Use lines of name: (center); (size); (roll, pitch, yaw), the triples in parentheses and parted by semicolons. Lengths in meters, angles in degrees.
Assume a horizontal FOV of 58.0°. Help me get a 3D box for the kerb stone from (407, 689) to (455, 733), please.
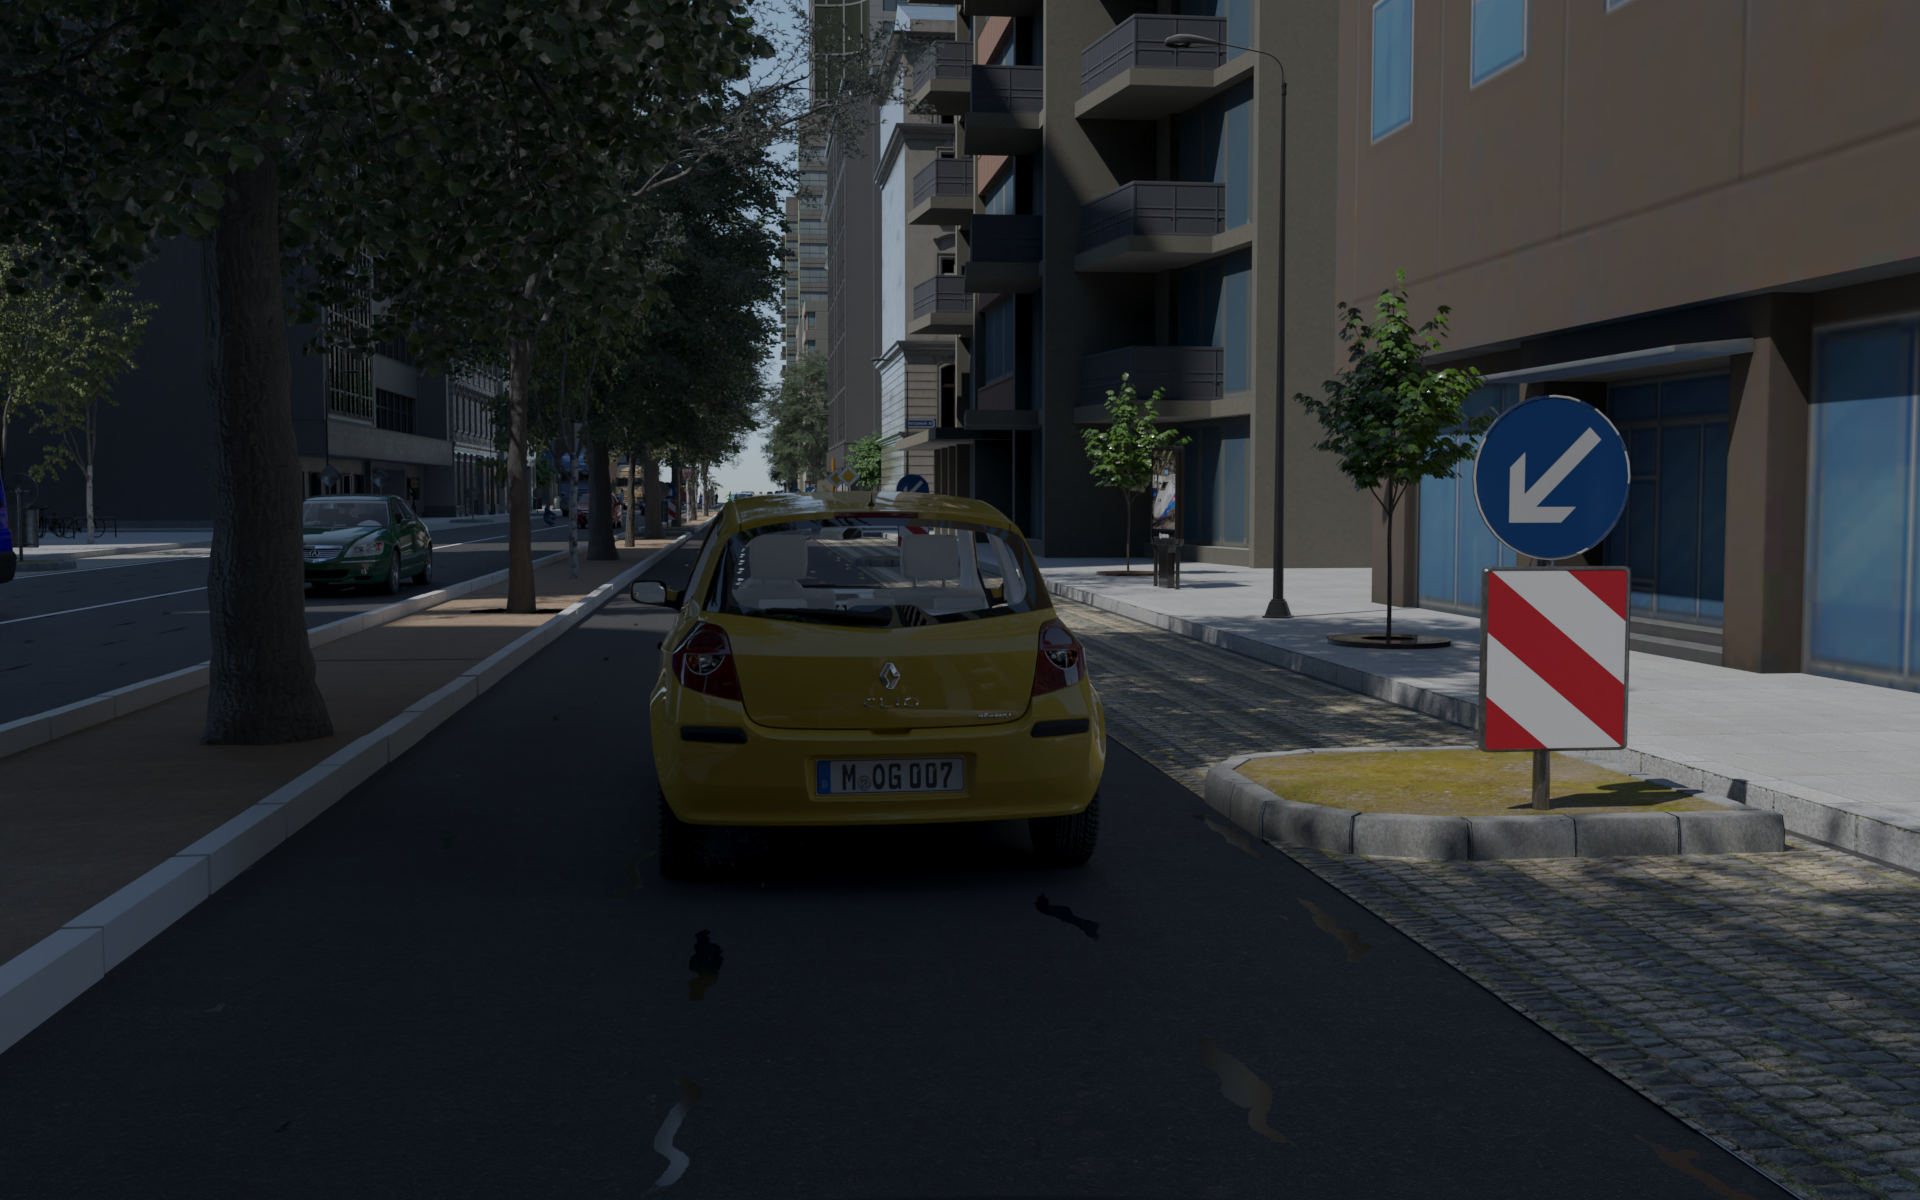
kerb stone: (-3.296, 0.701, 10.747); (0.120, 0.150, 1.000); (0, 4, -7)

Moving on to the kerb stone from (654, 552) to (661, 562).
kerb stone: (-6.402, -0.857, 36.215); (0.120, 0.150, 1.000); (0, 4, -7)

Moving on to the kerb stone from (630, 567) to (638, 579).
kerb stone: (-5.543, -0.421, 29.100); (0.120, 0.150, 1.000); (0, 4, -7)

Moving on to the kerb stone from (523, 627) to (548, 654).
kerb stone: (-3.917, 0.388, 15.848); (0.120, 0.150, 1.000); (0, 4, -7)

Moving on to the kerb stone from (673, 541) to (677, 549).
kerb stone: (-7.400, -1.354, 44.357); (0.120, 0.150, 1.000); (0, 4, -7)

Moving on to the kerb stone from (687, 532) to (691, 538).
kerb stone: (-8.642, -1.978, 54.538); (0.120, 0.150, 1.000); (0, 4, -7)

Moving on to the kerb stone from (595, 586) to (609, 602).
kerb stone: (-4.791, -0.047, 22.965); (0.120, 0.150, 1.000); (0, 4, -7)

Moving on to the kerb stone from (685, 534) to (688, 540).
kerb stone: (-8.393, -1.846, 52.504); (0.120, 0.150, 1.000); (0, 4, -7)

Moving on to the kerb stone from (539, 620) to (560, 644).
kerb stone: (-4.035, 0.328, 16.873); (0.120, 0.150, 1.000); (0, 4, -7)

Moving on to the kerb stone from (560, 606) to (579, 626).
kerb stone: (-4.293, 0.205, 18.901); (0.120, 0.150, 1.000); (0, 4, -7)

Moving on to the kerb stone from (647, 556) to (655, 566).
kerb stone: (-6.154, -0.727, 34.186); (0.120, 0.150, 1.000); (0, 4, -7)

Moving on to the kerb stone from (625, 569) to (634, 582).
kerb stone: (-5.419, -0.360, 28.081); (0.120, 0.150, 1.000); (0, 4, -7)

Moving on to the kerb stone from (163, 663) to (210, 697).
kerb stone: (-5.632, 0.599, 12.536); (0.120, 0.150, 1.000); (0, 4, -7)

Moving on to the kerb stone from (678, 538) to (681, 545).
kerb stone: (-7.780, -1.542, 47.407); (0.120, 0.150, 1.000); (0, 4, -7)

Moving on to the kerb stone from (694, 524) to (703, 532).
kerb stone: (-10.449, -2.881, 69.302); (0.120, 0.150, 1.000); (0, 4, -7)

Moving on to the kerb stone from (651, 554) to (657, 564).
kerb stone: (-6.288, -0.795, 35.200); (0.120, 0.150, 1.000); (0, 4, -7)

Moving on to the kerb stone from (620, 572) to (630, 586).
kerb stone: (-5.289, -0.297, 27.059); (0.120, 0.150, 1.000); (0, 4, -7)

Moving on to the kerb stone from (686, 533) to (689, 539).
kerb stone: (-8.521, -1.916, 53.518); (0.120, 0.150, 1.000); (0, 4, -7)

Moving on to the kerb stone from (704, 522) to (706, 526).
kerb stone: (-10.944, -3.126, 73.361); (0.120, 0.150, 1.000); (0, 4, -7)

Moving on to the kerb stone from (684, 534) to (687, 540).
kerb stone: (-8.271, -1.791, 51.477); (0.120, 0.150, 1.000); (0, 4, -7)

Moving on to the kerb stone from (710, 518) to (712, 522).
kerb stone: (-12.319, -3.813, 84.586); (0.120, 0.150, 1.000); (0, 4, -7)

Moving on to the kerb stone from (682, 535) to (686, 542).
kerb stone: (-8.145, -1.729, 50.463); (0.120, 0.150, 1.000); (0, 4, -7)

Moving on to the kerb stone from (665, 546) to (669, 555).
kerb stone: (-6.906, -1.107, 40.292); (0.120, 0.150, 1.000); (0, 4, -7)

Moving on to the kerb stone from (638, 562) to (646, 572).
kerb stone: (-5.784, -0.546, 31.130); (0.120, 0.150, 1.000); (0, 4, -7)

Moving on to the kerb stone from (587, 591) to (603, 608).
kerb stone: (-4.660, 0.015, 21.951); (0.120, 0.150, 1.000); (0, 4, -7)

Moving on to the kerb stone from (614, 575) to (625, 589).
kerb stone: (-5.165, -0.235, 26.038); (0.120, 0.150, 1.000); (0, 4, -7)

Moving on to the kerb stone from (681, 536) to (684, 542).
kerb stone: (-8.018, -1.666, 49.448); (0.120, 0.150, 1.000); (0, 4, -7)

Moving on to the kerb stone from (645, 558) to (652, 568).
kerb stone: (-6.038, -0.671, 33.170); (0.120, 0.150, 1.000); (0, 4, -7)

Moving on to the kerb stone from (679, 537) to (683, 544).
kerb stone: (-7.899, -1.602, 48.433); (0.120, 0.150, 1.000); (0, 4, -7)

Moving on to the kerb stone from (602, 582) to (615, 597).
kerb stone: (-4.921, -0.110, 23.996); (0.120, 0.150, 1.000); (0, 4, -7)

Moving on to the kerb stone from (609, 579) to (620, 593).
kerb stone: (-5.040, -0.172, 25.014); (0.120, 0.150, 1.000); (0, 4, -7)

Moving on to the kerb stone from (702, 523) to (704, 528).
kerb stone: (-10.570, -2.942, 70.317); (0.120, 0.150, 1.000); (0, 4, -7)

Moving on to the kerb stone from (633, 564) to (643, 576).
kerb stone: (-5.656, -0.483, 30.116); (0.120, 0.150, 1.000); (0, 4, -7)

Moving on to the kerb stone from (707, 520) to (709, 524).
kerb stone: (-11.574, -3.441, 78.454); (0.120, 0.150, 1.000); (0, 4, -7)

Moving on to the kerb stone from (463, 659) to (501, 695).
kerb stone: (-3.539, 0.575, 12.787); (0.120, 0.150, 1.000); (0, 4, -7)

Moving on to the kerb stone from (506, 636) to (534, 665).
kerb stone: (-3.794, 0.450, 14.833); (0.120, 0.150, 1.000); (0, 4, -7)

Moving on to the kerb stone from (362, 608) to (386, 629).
kerb stone: (-6.372, 0.221, 18.632); (0.120, 0.150, 1.000); (0, 4, -7)

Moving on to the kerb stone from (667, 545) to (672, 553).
kerb stone: (-7.022, -1.169, 41.313); (0.120, 0.150, 1.000); (0, 4, -7)

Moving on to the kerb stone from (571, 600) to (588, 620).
kerb stone: (-4.414, 0.139, 19.916); (0.120, 0.150, 1.000); (0, 4, -7)

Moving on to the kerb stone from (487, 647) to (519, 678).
kerb stone: (-3.669, 0.513, 13.813); (0.120, 0.150, 1.000); (0, 4, -7)

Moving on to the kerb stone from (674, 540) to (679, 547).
kerb stone: (-7.520, -1.411, 45.372); (0.120, 0.150, 1.000); (0, 4, -7)

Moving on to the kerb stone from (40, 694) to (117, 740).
kerb stone: (-5.375, 0.719, 10.507); (0.120, 0.150, 1.000); (0, 4, -7)

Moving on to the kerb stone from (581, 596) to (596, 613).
kerb stone: (-4.538, 0.083, 20.936); (0.120, 0.150, 1.000); (0, 4, -7)

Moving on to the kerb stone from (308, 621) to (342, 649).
kerb stone: (-6.124, 0.342, 16.599); (0.120, 0.150, 1.000); (0, 4, -7)

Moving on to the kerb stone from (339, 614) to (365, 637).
kerb stone: (-6.249, 0.280, 17.617); (0.120, 0.150, 1.000); (0, 4, -7)

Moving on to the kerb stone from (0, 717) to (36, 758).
kerb stone: (-5.253, 0.777, 9.489); (0.120, 0.150, 1.000); (0, 4, -7)

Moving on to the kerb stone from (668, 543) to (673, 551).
kerb stone: (-7.152, -1.231, 42.327); (0.120, 0.150, 1.000); (0, 4, -7)

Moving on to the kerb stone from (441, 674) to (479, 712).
kerb stone: (-3.421, 0.649, 11.763); (0.120, 0.150, 1.000); (0, 4, -7)

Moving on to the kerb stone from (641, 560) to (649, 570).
kerb stone: (-5.912, -0.608, 32.152); (0.120, 0.150, 1.000); (0, 4, -7)

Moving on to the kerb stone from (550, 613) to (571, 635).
kerb stone: (-4.158, 0.266, 17.888); (0.120, 0.150, 1.000); (0, 4, -7)

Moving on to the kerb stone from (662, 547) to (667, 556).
kerb stone: (-6.779, -1.044, 39.264); (0.120, 0.150, 1.000); (0, 4, -7)

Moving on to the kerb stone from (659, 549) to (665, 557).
kerb stone: (-6.654, -0.979, 38.245); (0.120, 0.150, 1.000); (0, 4, -7)

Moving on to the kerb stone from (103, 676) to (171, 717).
kerb stone: (-5.497, 0.653, 11.522); (0.120, 0.150, 1.000); (0, 4, -7)

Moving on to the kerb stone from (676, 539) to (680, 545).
kerb stone: (-7.647, -1.480, 46.387); (0.120, 0.150, 1.000); (0, 4, -7)

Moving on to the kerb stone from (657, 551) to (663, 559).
kerb stone: (-6.526, -0.915, 37.230); (0.120, 0.150, 1.000); (0, 4, -7)

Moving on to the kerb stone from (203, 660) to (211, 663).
kerb stone: (-5.744, 0.529, 13.551); (0.120, 0.150, 1.000); (0, 4, -7)

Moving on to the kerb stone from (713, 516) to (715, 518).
kerb stone: (-13.189, -4.251, 91.699); (0.120, 0.150, 1.000); (0, 4, -7)

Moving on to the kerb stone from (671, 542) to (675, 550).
kerb stone: (-7.273, -1.293, 43.342); (0.120, 0.150, 1.000); (0, 4, -7)
